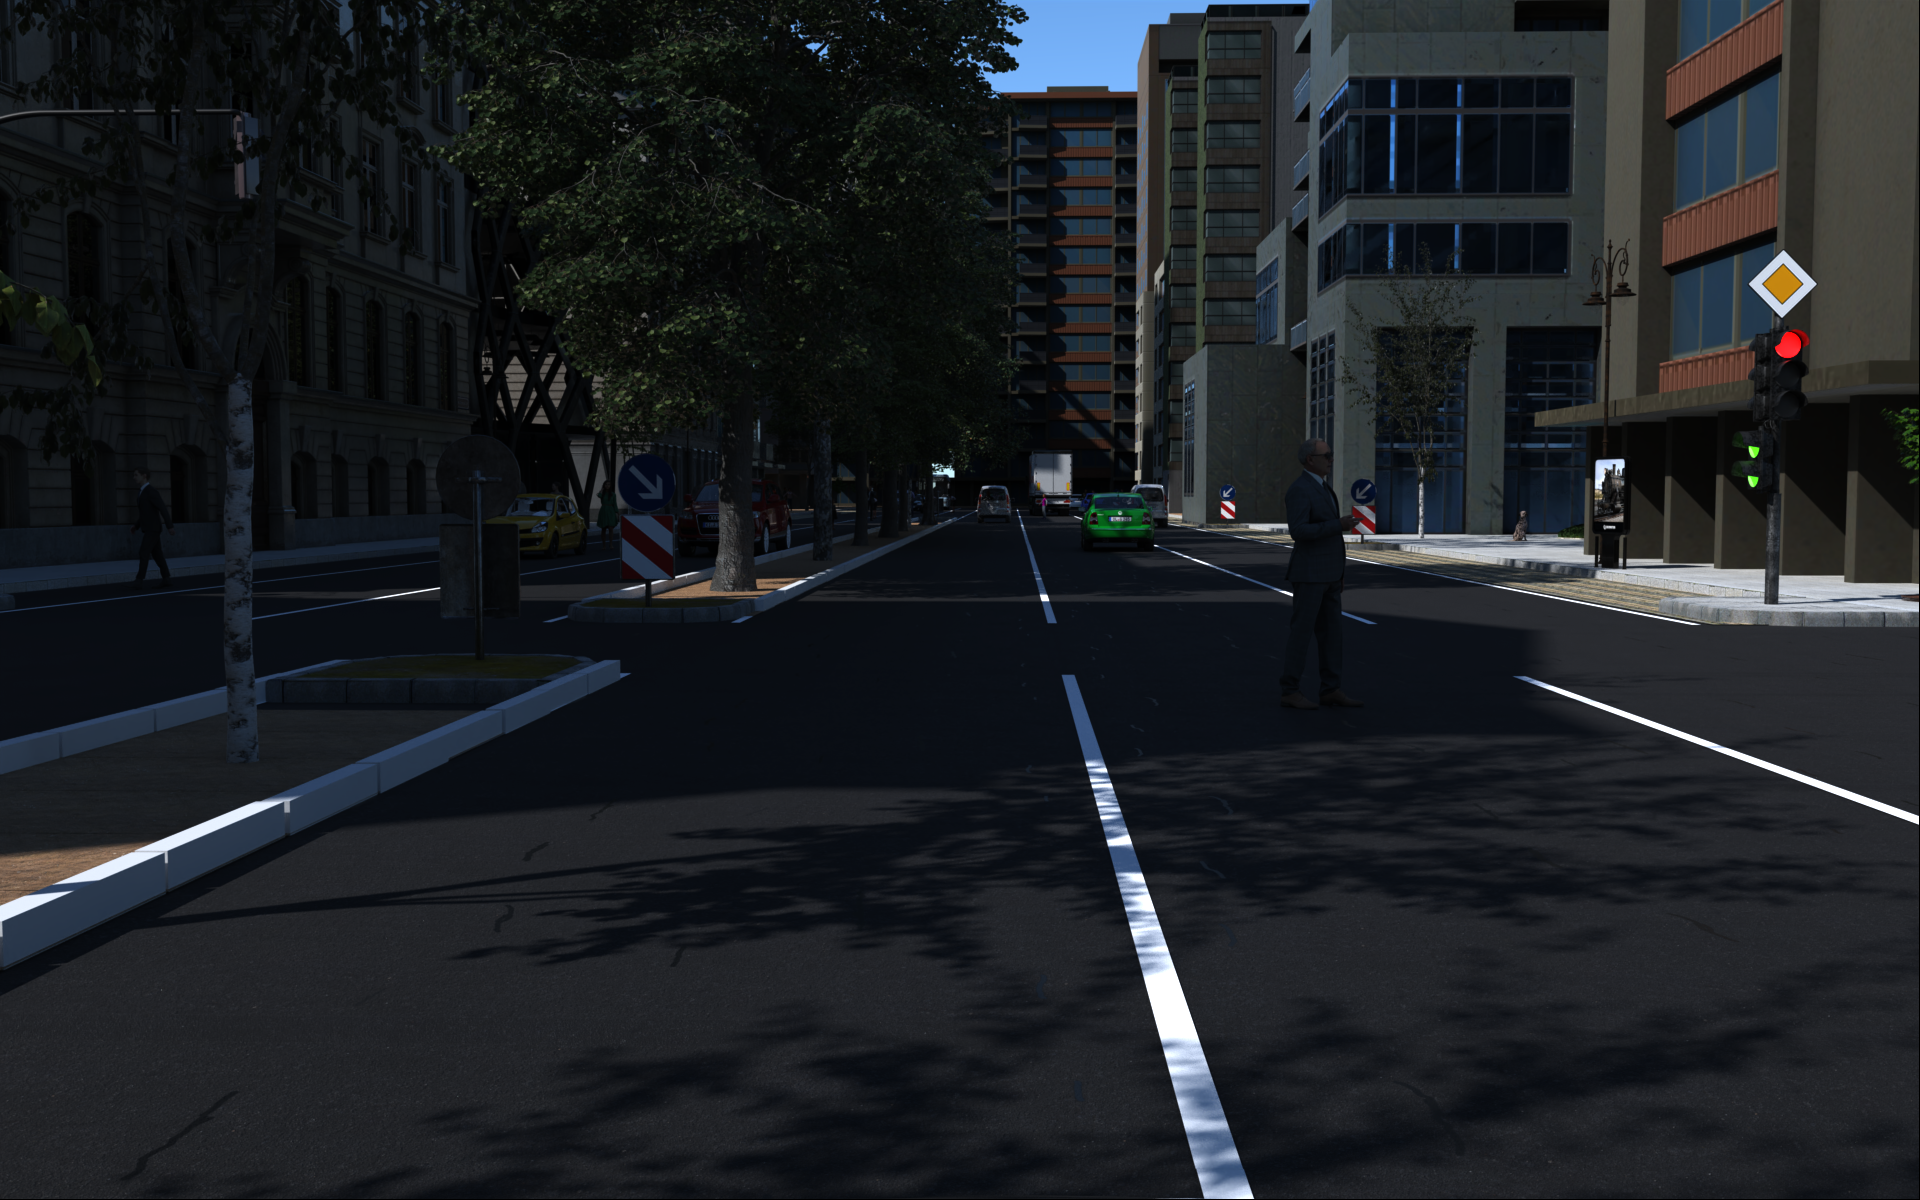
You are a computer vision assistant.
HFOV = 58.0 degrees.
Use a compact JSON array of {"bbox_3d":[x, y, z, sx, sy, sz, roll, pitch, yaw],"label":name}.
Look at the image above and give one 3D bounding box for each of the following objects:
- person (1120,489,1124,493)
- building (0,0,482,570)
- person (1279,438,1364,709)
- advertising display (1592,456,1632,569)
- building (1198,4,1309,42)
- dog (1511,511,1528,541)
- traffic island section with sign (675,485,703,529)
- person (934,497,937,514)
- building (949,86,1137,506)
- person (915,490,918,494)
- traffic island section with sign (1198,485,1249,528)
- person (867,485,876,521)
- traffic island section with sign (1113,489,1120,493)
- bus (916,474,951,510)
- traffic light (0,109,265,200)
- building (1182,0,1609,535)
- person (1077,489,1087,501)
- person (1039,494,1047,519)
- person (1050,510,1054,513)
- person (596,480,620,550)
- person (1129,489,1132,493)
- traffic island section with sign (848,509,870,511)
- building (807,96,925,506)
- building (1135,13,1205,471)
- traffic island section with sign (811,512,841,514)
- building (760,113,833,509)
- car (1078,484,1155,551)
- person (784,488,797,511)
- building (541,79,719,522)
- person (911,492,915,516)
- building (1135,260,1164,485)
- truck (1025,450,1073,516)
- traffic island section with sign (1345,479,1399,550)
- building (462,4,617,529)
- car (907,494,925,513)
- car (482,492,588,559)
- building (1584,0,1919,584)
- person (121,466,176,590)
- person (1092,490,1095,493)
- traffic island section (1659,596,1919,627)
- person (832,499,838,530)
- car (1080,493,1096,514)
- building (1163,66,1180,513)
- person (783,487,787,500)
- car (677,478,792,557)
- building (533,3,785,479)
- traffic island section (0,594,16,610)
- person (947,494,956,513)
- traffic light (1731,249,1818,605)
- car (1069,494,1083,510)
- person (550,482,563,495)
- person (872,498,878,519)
[{"bbox_3d":[15.815,-9.955,169.335,0.617,1.759,0.750,1,4,17],"label":"person"},{"bbox_3d":[-21.165,-13.376,37.780,14.460,24.649,34.723,0,4,2],"label":"building"},{"bbox_3d":[2.445,-0.176,11.548,0.590,1.801,0.661,2,4,31],"label":"person"},{"bbox_3d":[11.226,-1.507,29.848,0.123,1.923,0.974,-1,4,-12],"label":"advertising display"},{"bbox_3d":[21.336,-20.463,106.274,14.160,30.474,14.107,0,4,2],"label":"building"},{"bbox_3d":[15.221,-2.018,47.381,0.800,0.831,0.513,-1,4,-10],"label":"dog"},{"bbox_3d":[-10.963,-3.921,72.730,1.989,1.847,2.006,0,4,2],"label":"traffic island section with sign"},{"bbox_3d":[-1.700,-7.030,124.115,0.621,1.740,0.551,-2,4,-29],"label":"person"},{"bbox_3d":[11.949,-32.687,189.056,28.867,44.769,22.147,0,4,2],"label":"building"},{"bbox_3d":[-4.389,-9.984,171.755,0.705,1.823,1.348,-2,4,-33],"label":"person"},{"bbox_3d":[11.080,-3.936,72.987,1.989,1.847,2.006,0,4,2],"label":"traffic island section with sign"},{"bbox_3d":[-4.816,-5.202,92.911,0.648,1.900,0.474,0,4,-3],"label":"person"},{"bbox_3d":[13.422,-8.671,150.397,1.989,1.847,2.006,0,4,2],"label":"traffic island section with sign"},{"bbox_3d":[-2.253,-9.859,156.049,2.948,3.499,13.247,0,4,1],"label":"bus"},{"bbox_3d":[-10.732,-2.814,20.676,4.771,5.953,1.251,0,4,2],"label":"traffic light"},{"bbox_3d":[21.644,-46.137,67.008,22.319,86.520,31.000,0,4,2],"label":"building"},{"bbox_3d":[9.797,-7.716,134.744,1.348,1.812,0.705,0,4,-3],"label":"person"},{"bbox_3d":[4.740,-5.315,98.630,0.599,1.433,0.991,-1,4,-22],"label":"person"},{"bbox_3d":[7.005,-7.422,130.375,0.721,1.766,1.217,2,4,33],"label":"person"},{"bbox_3d":[-9.054,-2.187,44.512,0.600,1.795,0.529,-2,4,-25],"label":"person"},{"bbox_3d":[17.162,-10.155,172.601,0.750,1.759,0.617,0,4,1],"label":"person"},{"bbox_3d":[-8.627,-8.616,149.497,1.989,1.847,2.006,0,4,2],"label":"traffic island section with sign"},{"bbox_3d":[-17.655,-32.811,191.078,28.867,44.769,22.147,0,4,2],"label":"building"},{"bbox_3d":[24.045,-31.386,163.271,14.600,45.320,14.200,0,4,2],"label":"building"},{"bbox_3d":[-9.444,-6.967,122.543,1.989,1.847,2.006,0,4,2],"label":"traffic island section with sign"},{"bbox_3d":[-23.987,-28.399,156.206,23.993,40.220,32.217,0,4,2],"label":"building"},{"bbox_3d":[4.039,-2.202,44.799,1.959,1.807,4.718,0,4,3],"label":"car"},{"bbox_3d":[-12.827,-7.579,130.668,1.217,1.736,0.721,-1,4,-20],"label":"person"},{"bbox_3d":[-18.390,-14.545,86.961,9.793,20.994,18.267,0,4,2],"label":"building"},{"bbox_3d":[-3.253,-6.252,110.586,0.599,1.838,0.709,-3,5,-45],"label":"person"},{"bbox_3d":[29.261,-18.155,141.868,27.650,21.520,28.899,0,4,2],"label":"building"},{"bbox_3d":[5.949,-7.770,115.953,2.839,4.237,11.283,0,3,0],"label":"truck"},{"bbox_3d":[10.222,-2.226,45.023,1.989,1.847,2.006,0,4,2],"label":"traffic island section with sign"},{"bbox_3d":[-21.581,-12.003,63.703,16.820,18.784,16.811,0,4,2],"label":"building"},{"bbox_3d":[-3.469,-7.317,129.418,2.009,1.686,4.222,0,4,3],"label":"car"},{"bbox_3d":[-9.757,-1.793,39.546,2.015,1.641,3.980,0,4,2],"label":"car"},{"bbox_3d":[26.468,-23.043,31.381,28.867,44.769,22.147,0,4,2],"label":"building"},{"bbox_3d":[-12.257,-1.088,26.064,0.755,1.850,0.659,-2,4,-35],"label":"person"},{"bbox_3d":[11.055,-8.256,143.927,0.568,1.767,0.683,-2,4,-23],"label":"person"},{"bbox_3d":[9.465,0.130,20.160,2.009,0.180,2.903,0,4,2],"label":"traffic island section"},{"bbox_3d":[-5.035,-3.404,68.833,0.373,1.253,0.362,3,5,43],"label":"person"},{"bbox_3d":[9.696,-7.115,125.919,1.945,1.707,3.694,0,4,0],"label":"car"},{"bbox_3d":[21.054,-21.325,120.370,14.160,30.474,14.107,0,4,2],"label":"building"},{"bbox_3d":[-13.587,-7.873,134.787,0.705,1.821,1.348,0,4,-2],"label":"person"},{"bbox_3d":[-5.321,-2.000,41.375,2.281,1.827,5.304,0,4,4],"label":"car"},{"bbox_3d":[-24.299,-30.060,111.093,23.786,49.044,30.456,0,4,2],"label":"building"},{"bbox_3d":[-12.866,0.088,20.840,2.009,0.180,2.903,0,4,2],"label":"traffic island section"},{"bbox_3d":[-0.633,-7.386,132.449,0.628,1.438,0.799,1,4,9],"label":"person"},{"bbox_3d":[9.425,-1.904,20.047,0.839,4.253,0.868,0,4,2],"label":"traffic light"},{"bbox_3d":[10.526,-8.816,156.143,2.014,1.417,4.499,0,4,2],"label":"car"},{"bbox_3d":[-11.575,-2.477,49.332,0.599,1.781,0.374,1,4,11],"label":"person"},{"bbox_3d":[-5.105,-5.414,100.215,0.628,1.438,0.799,1,4,14],"label":"person"}]
